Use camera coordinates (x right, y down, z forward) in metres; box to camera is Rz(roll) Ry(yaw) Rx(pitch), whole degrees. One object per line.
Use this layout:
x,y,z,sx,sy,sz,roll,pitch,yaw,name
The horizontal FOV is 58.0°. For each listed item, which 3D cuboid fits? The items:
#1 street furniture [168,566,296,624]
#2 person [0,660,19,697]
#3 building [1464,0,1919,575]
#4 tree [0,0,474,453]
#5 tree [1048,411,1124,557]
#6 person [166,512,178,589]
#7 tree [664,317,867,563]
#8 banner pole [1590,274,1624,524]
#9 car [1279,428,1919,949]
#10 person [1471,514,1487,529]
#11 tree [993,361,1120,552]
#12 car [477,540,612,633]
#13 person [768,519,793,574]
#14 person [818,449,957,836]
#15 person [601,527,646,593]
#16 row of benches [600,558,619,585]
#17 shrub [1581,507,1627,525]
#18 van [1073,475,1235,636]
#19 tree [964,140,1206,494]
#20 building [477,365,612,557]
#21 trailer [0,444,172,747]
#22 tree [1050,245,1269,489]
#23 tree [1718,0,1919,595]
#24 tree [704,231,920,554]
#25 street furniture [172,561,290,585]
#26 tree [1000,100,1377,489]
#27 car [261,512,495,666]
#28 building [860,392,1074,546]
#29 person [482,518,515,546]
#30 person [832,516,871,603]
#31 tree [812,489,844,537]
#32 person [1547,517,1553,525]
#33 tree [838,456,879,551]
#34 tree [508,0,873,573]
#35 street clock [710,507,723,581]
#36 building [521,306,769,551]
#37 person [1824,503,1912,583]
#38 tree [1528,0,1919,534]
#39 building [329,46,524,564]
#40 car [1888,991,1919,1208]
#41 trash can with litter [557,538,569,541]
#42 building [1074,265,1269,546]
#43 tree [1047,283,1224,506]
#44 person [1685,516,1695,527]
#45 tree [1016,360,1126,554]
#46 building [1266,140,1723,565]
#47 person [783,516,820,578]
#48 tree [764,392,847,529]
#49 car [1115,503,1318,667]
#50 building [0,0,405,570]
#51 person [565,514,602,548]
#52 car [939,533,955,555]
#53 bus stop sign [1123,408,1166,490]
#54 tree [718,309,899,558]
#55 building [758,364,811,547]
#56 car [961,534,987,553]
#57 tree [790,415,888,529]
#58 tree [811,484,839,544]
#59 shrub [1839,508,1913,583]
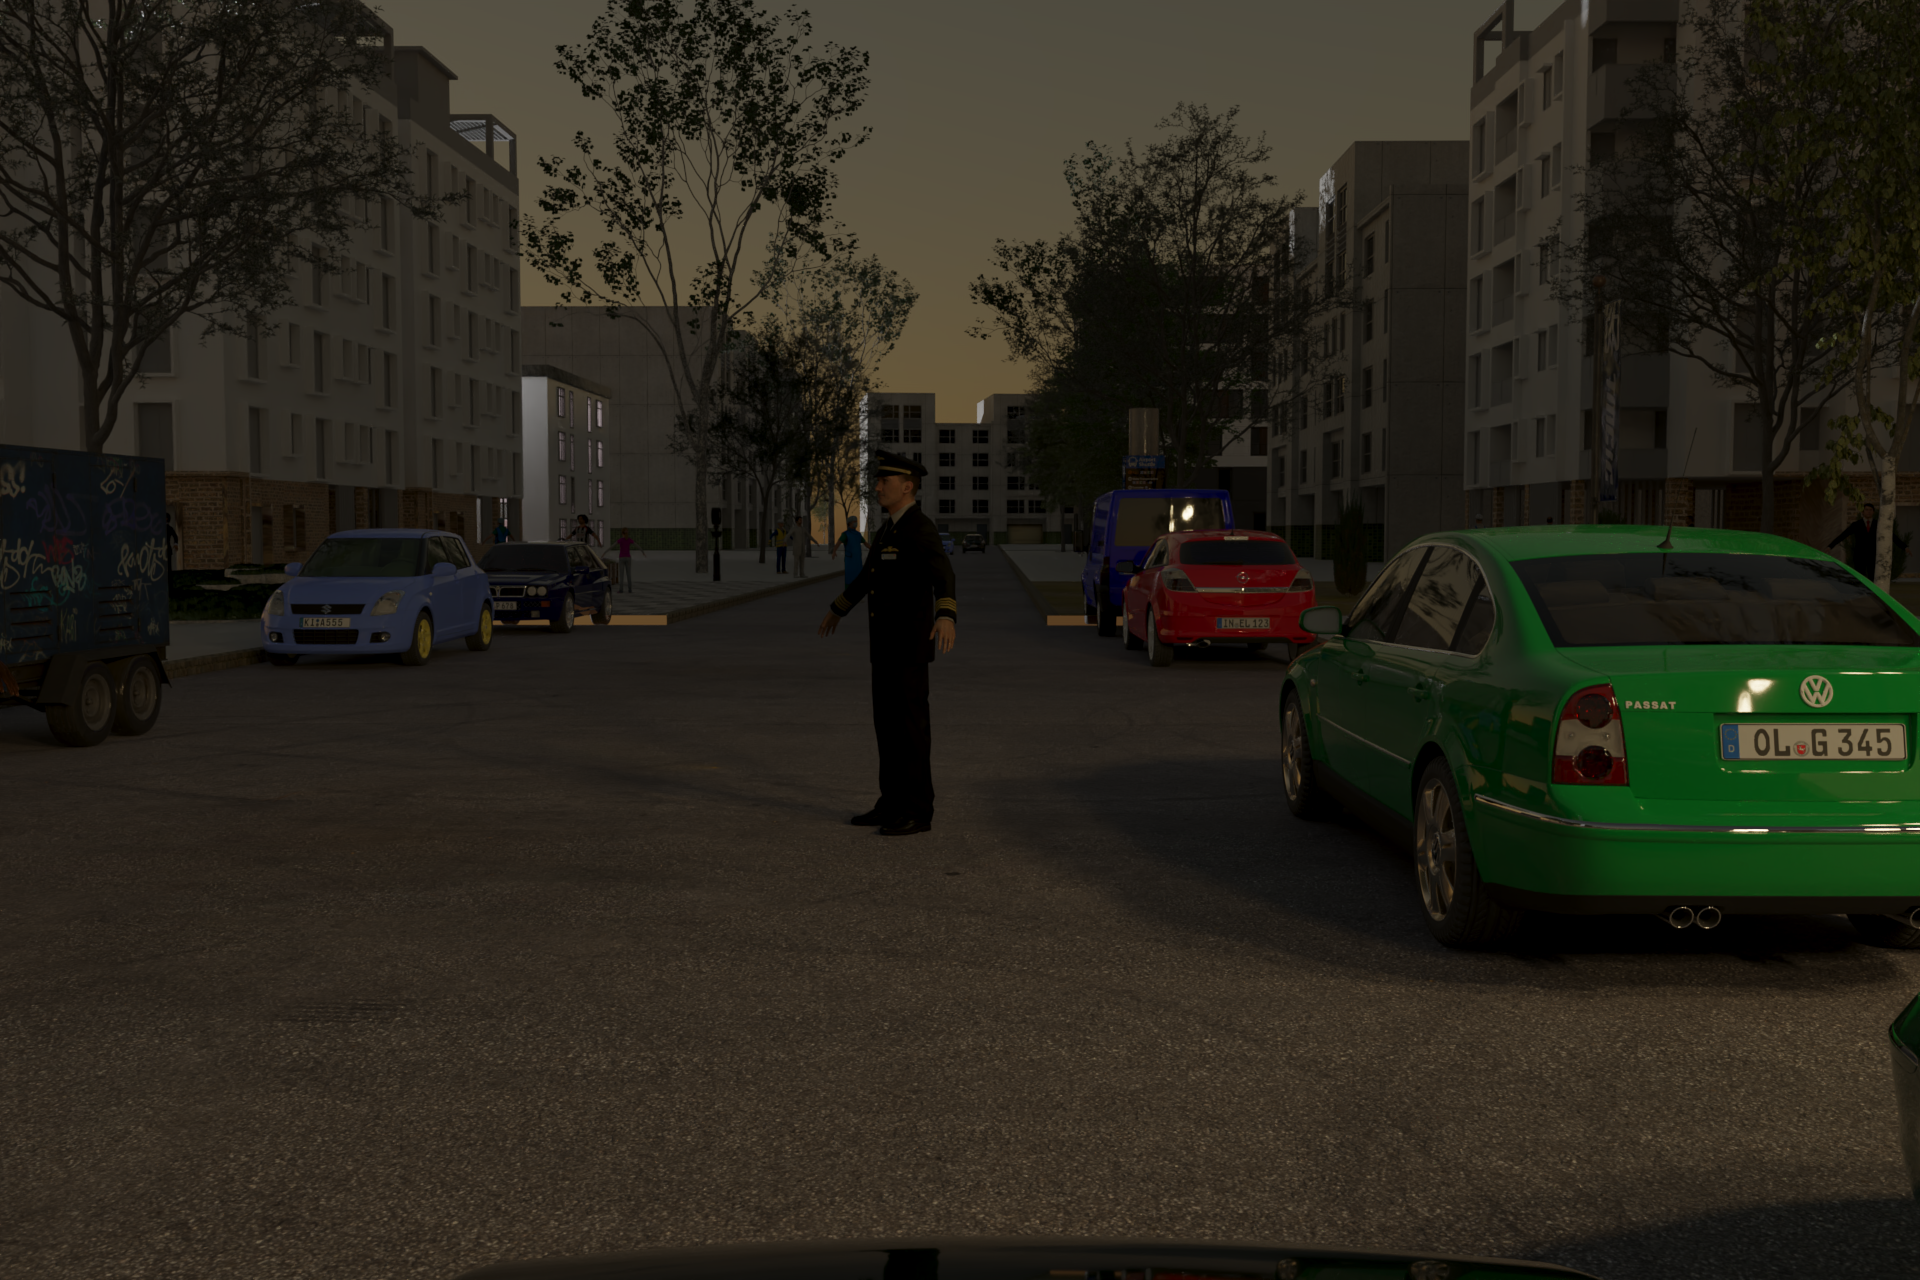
-12.243,-0.877,29.967,5.734,0.657,10.072,1,4,11,street furniture
-3.772,0.184,5.573,1.348,1.813,0.705,0,4,-5,person
23.962,-12.630,62.918,16.016,20.090,11.380,0,4,1,building
-12.412,-6.999,24.798,12.009,13.543,11.850,0,3,0,tree
7.156,-9.026,97.943,4.737,8.622,4.395,0,3,0,tree
-16.630,-1.795,36.064,1.216,1.740,0.721,2,4,34,person
-8.550,-8.600,75.027,8.767,10.594,7.601,-1,4,-21,tree
6.159,-1.625,16.579,0.401,3.779,0.863,0,4,1,banner pole
2.540,0.088,7.356,1.959,1.807,4.718,0,4,0,car
14.609,-2.628,48.825,1.347,1.847,0.705,0,4,-7,person
7.211,-12.960,122.271,12.009,13.543,11.850,0,3,0,tree
-6.460,-0.834,26.223,1.945,1.354,3.894,0,4,1,car
-5.718,-3.023,55.891,1.216,1.772,0.721,-3,5,-44,person
-0.315,0.000,8.388,0.705,1.837,1.347,-2,4,-29,person
-7.279,-1.729,37.542,0.991,1.433,0.599,-2,4,-27,person
-8.946,-1.684,42.992,1.422,0.672,4.104,0,4,-6,row of benches
17.008,-2.516,45.564,1.690,2.028,1.600,0,3,0,shrub
2.888,-1.315,25.889,2.240,2.365,5.245,0,4,0,van
6.131,-14.099,86.404,12.611,20.169,13.585,0,3,0,tree
-24.604,-9.651,99.946,9.099,9.664,28.070,0,4,1,building
-6.530,-0.257,11.244,1.471,1.999,3.904,0,4,1,trailer
6.965,-8.236,60.411,9.928,11.665,9.643,0,3,0,tree
9.239,-4.061,16.766,4.737,8.622,4.395,0,3,0,tree
-9.214,-15.508,109.446,12.611,20.169,13.585,0,3,0,tree
-16.236,-1.689,43.242,5.734,0.657,10.072,2,4,25,street furniture
6.329,-8.447,48.485,12.009,13.543,11.850,0,3,0,tree
-6.636,-0.632,19.933,1.945,1.707,3.694,0,4,1,car
3.256,-21.741,224.387,31.486,18.905,16.747,0,4,-6,building
-15.196,-3.127,57.252,0.704,1.817,1.347,3,4,38,person
-2.213,-1.683,36.109,0.704,1.817,1.347,3,5,43,person
-16.395,-16.423,218.873,4.360,8.622,3.978,0,3,0,tree
17.619,-2.781,51.748,1.348,1.796,0.705,2,4,35,person
-6.821,-11.249,134.287,4.360,8.622,3.978,0,3,0,tree
-8.897,-12.368,58.101,12.611,20.169,13.585,0,3,0,tree
-6.622,-2.602,47.107,0.358,2.002,0.471,0,3,0,street clock
-26.924,-17.359,150.272,16.747,18.905,31.486,0,4,1,building
15.410,-1.422,29.430,1.347,1.806,0.705,1,4,21,person
16.598,-7.627,35.065,12.009,13.543,11.850,0,3,0,tree
-25.862,-12.985,68.721,16.016,20.090,11.380,0,4,1,building
2.519,0.656,1.066,2.131,1.459,4.920,0,3,0,car
-7.115,-1.273,31.867,1.678,1.210,2.233,0,4,2,trash can with litter
23.558,-18.583,147.806,27.936,21.610,32.646,0,4,1,building
7.348,-9.444,72.532,7.486,12.596,7.792,0,3,0,tree
20.472,-2.597,48.682,0.704,1.802,1.346,1,4,20,person
7.337,-11.779,110.711,7.486,12.596,7.792,0,3,0,tree
26.264,-13.459,86.520,16.747,18.905,31.486,0,4,1,building
-4.701,-2.730,50.815,1.347,1.806,0.705,-3,5,-44,person
-8.181,-8.171,83.953,4.360,8.622,3.978,0,3,0,tree
2.933,-0.681,20.171,2.155,1.783,4.494,0,4,0,car
-25.982,-11.943,51.685,16.016,20.090,11.380,0,4,1,building
-10.405,-2.540,47.670,1.345,1.843,0.704,1,4,20,person
-1.293,-6.717,119.410,1.945,1.707,3.694,0,4,1,car
3.866,-2.903,36.472,0.837,3.901,0.837,0,4,2,bus stop sign
-8.129,-11.244,94.210,12.009,13.543,11.850,0,3,0,tree
-26.183,-19.459,184.607,16.747,18.905,31.486,0,4,2,building
1.041,-7.330,129.635,2.009,1.686,4.222,0,4,1,car
-8.166,-11.725,126.110,8.767,10.594,7.601,-1,4,-23,tree
-17.895,-16.801,225.063,4.737,8.622,4.395,0,3,0,tree
23.512,-2.451,44.499,1.690,2.028,1.600,0,3,0,shrub
